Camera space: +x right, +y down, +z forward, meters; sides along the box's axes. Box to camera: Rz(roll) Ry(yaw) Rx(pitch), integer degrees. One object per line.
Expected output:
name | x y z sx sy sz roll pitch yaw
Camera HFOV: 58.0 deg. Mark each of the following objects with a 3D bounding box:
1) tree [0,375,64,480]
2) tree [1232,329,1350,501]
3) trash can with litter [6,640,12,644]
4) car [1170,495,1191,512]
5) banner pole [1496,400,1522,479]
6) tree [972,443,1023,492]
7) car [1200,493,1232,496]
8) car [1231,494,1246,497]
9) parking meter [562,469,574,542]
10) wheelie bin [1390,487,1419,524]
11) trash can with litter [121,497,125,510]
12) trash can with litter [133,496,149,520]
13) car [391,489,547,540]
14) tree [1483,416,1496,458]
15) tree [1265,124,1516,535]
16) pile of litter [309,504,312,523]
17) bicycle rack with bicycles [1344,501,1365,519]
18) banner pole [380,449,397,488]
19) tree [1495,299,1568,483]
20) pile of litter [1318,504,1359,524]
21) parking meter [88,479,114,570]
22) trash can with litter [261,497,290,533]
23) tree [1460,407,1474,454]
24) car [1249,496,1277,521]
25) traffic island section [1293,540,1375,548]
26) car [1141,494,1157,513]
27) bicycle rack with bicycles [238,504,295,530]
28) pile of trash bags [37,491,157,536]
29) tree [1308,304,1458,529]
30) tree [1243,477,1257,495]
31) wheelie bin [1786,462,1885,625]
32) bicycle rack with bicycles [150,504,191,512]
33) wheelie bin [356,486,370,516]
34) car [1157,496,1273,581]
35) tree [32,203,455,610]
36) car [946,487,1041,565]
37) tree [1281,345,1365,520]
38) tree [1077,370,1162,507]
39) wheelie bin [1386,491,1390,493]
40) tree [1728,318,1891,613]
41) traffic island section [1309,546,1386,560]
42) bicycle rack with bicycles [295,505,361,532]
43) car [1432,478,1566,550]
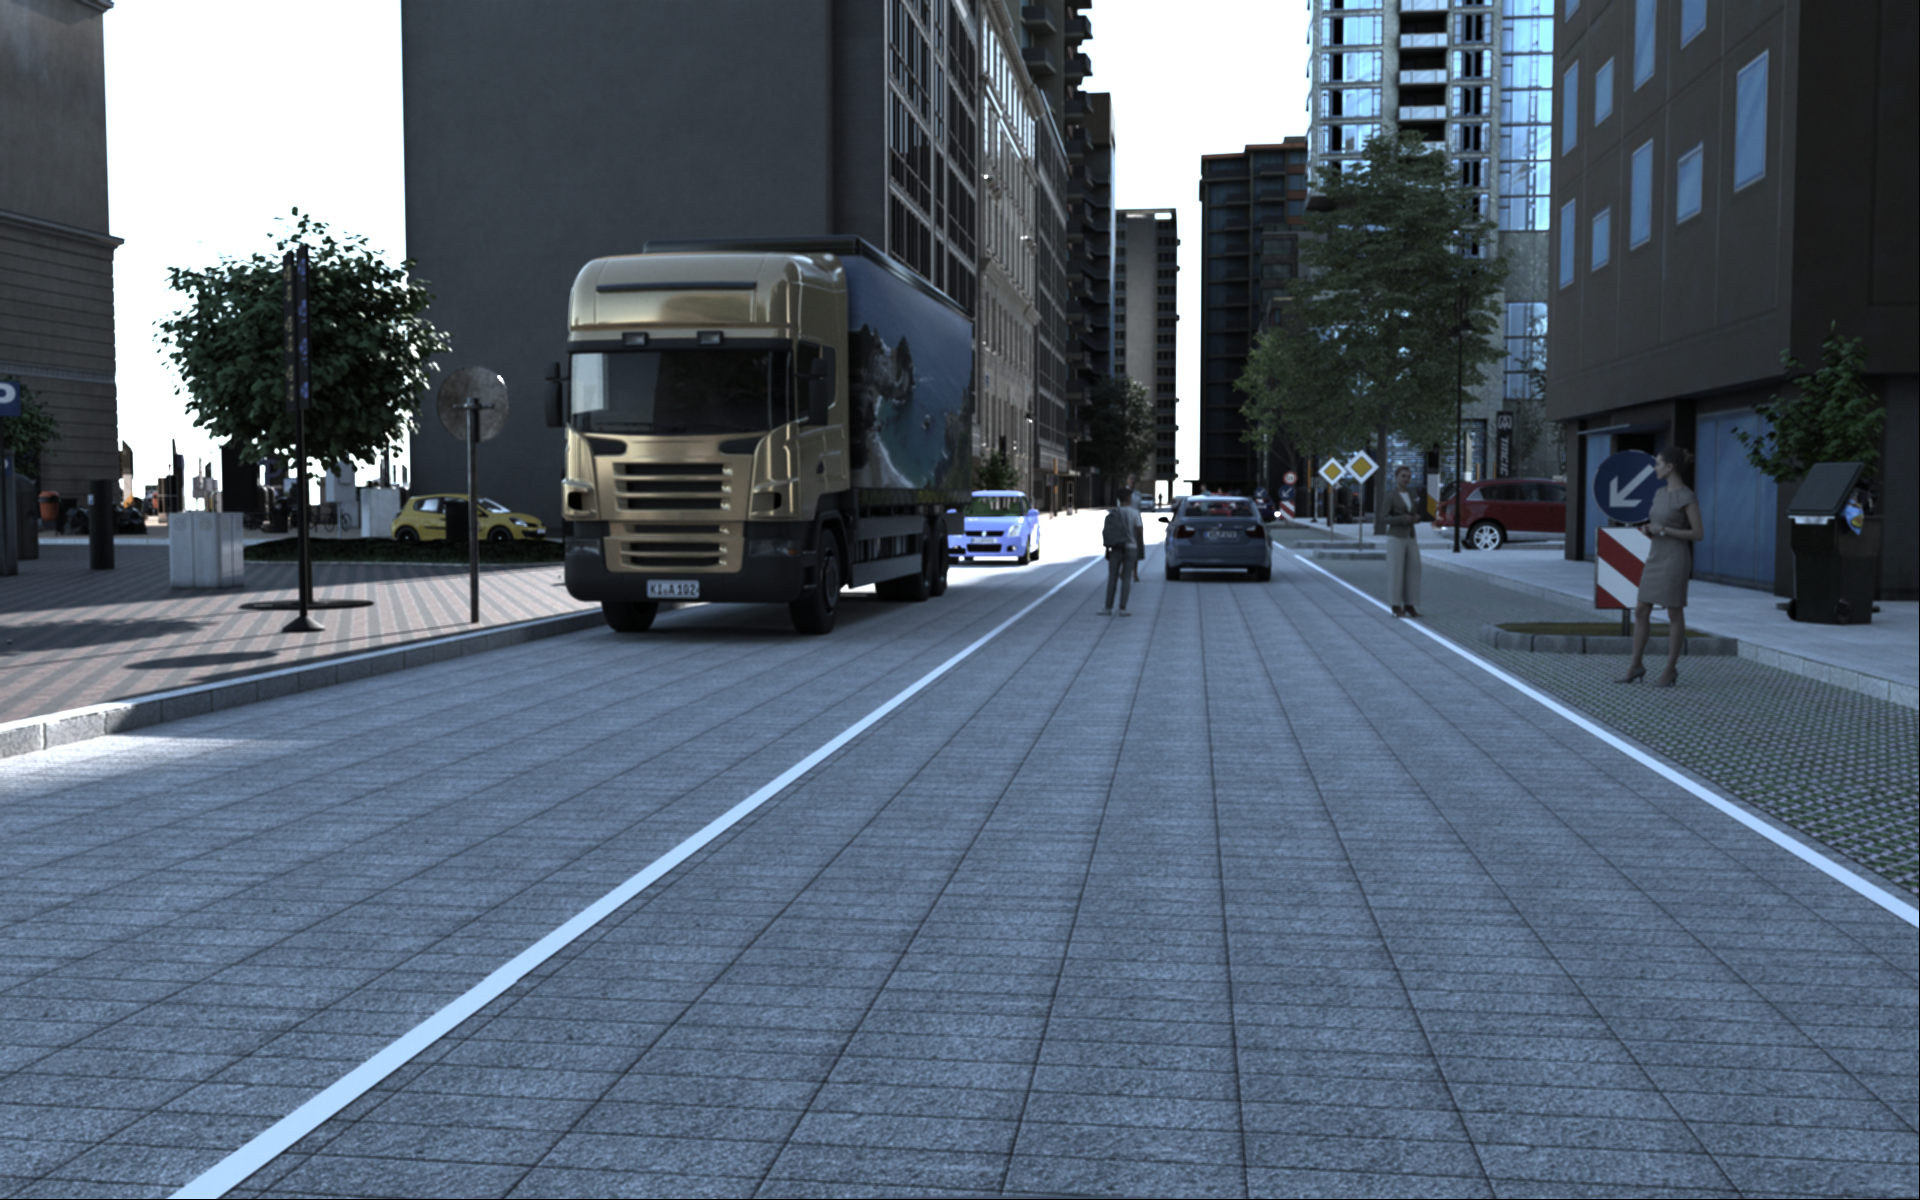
tree | -22.750 -3.464 40.349 4.285 4.588 4.351 0 3 0
tree | 20.766 -11.139 107.872 9.928 11.665 9.643 0 3 0
trash can with litter | -9.224 -0.255 15.228 1.678 1.210 2.233 -2 4 -24
car | 18.407 -7.998 143.126 2.083 1.381 4.827 0 4 8
banner pole | 14.609 -3.426 46.026 0.863 3.779 0.401 -1 4 -9
tree | 1.281 -4.352 65.749 1.663 3.219 1.824 0 3 0
car | 10.415 -3.763 70.559 2.155 1.783 4.494 1 4 9
car | 21.705 -7.688 135.489 2.009 1.686 4.222 0 4 8
parking meter | -8.971 -2.074 39.626 0.255 1.863 0.399 -1 4 -12
wheelie bin | 19.256 -4.077 74.574 0.980 1.594 0.693 -1 4 -16
trash can with litter | -34.672 -3.627 70.691 1.055 1.170 0.624 -1 4 -19
trash can with litter | -40.433 -4.516 85.217 0.624 1.170 1.055 0 4 1
car | -12.953 -2.177 45.822 3.980 1.641 2.015 1 4 9
tree | 37.248 -10.092 115.371 4.360 8.622 3.978 0 3 0
tree | 13.519 -8.286 53.607 7.486 12.596 7.792 0 3 0
pile of litter | -29.254 -3.941 78.401 1.719 0.858 1.176 2 4 28
bicycle rack with bicycles | 20.867 -4.621 88.934 2.925 0.926 2.852 -1 4 -17
banner pole | -25.310 -5.271 76.191 0.401 3.779 0.863 1 4 19
tree | 21.759 -6.797 61.485 4.360 8.622 3.978 0 3 0
pile of litter | 16.332 -3.715 74.699 1.719 0.858 1.176 1 4 21
parking meter | -14.669 -1.295 29.577 0.372 1.533 0.369 0 3 0
trash can with litter | -22.601 -2.794 57.064 1.055 1.170 0.624 2 4 25
tree | 27.767 -9.230 101.266 4.737 8.622 4.395 0 3 0
car | 15.903 -4.867 92.161 1.945 1.354 3.894 1 4 9
traffic island section | 10.048 -1.496 46.736 2.009 0.180 2.903 0 4 8
car | 14.096 -7.394 132.887 2.014 1.417 4.499 0 4 6
bicycle rack with bicycles | -24.844 -2.978 62.075 2.925 0.926 2.852 0 4 -7
pile of trash bags | -27.300 -2.717 54.170 1.912 1.369 3.447 1 4 19
tree | 15.016 -6.909 63.329 4.737 8.622 4.395 0 3 0
tree | 33.058 -12.415 197.589 1.663 3.219 1.824 0 3 0
wheelie bin | 8.718 -0.573 17.277 0.693 1.594 0.980 -1 4 -18
bicycle rack with bicycles | -50.880 -6.003 111.537 2.925 0.926 2.852 0 4 7
wheelie bin | -23.157 -3.619 67.084 0.693 1.594 0.980 2 4 32
car | 4.427 -1.100 29.991 2.014 1.417 4.499 0 4 6
tree | -7.434 -2.208 19.808 4.285 4.588 4.351 0 3 0
car | 0.731 -1.634 36.309 1.945 1.707 3.694 0 4 8
tree | 17.459 -8.179 84.081 4.360 8.622 3.978 0 3 0
tree | 15.907 -16.611 178.239 9.857 13.997 8.962 0 3 0
wheelie bin | 27.695 -6.326 111.332 0.693 1.594 0.980 1 4 22
tree | 9.683 -1.502 19.154 1.663 3.219 1.824 0 3 0
traffic island section | 8.993 -1.012 38.821 2.009 0.180 2.903 0 4 8
bicycle rack with bicycles | -20.712 -2.824 59.553 2.852 0.926 2.925 0 4 5
car | 14.180 -2.034 41.933 5.304 1.827 2.281 1 4 10
